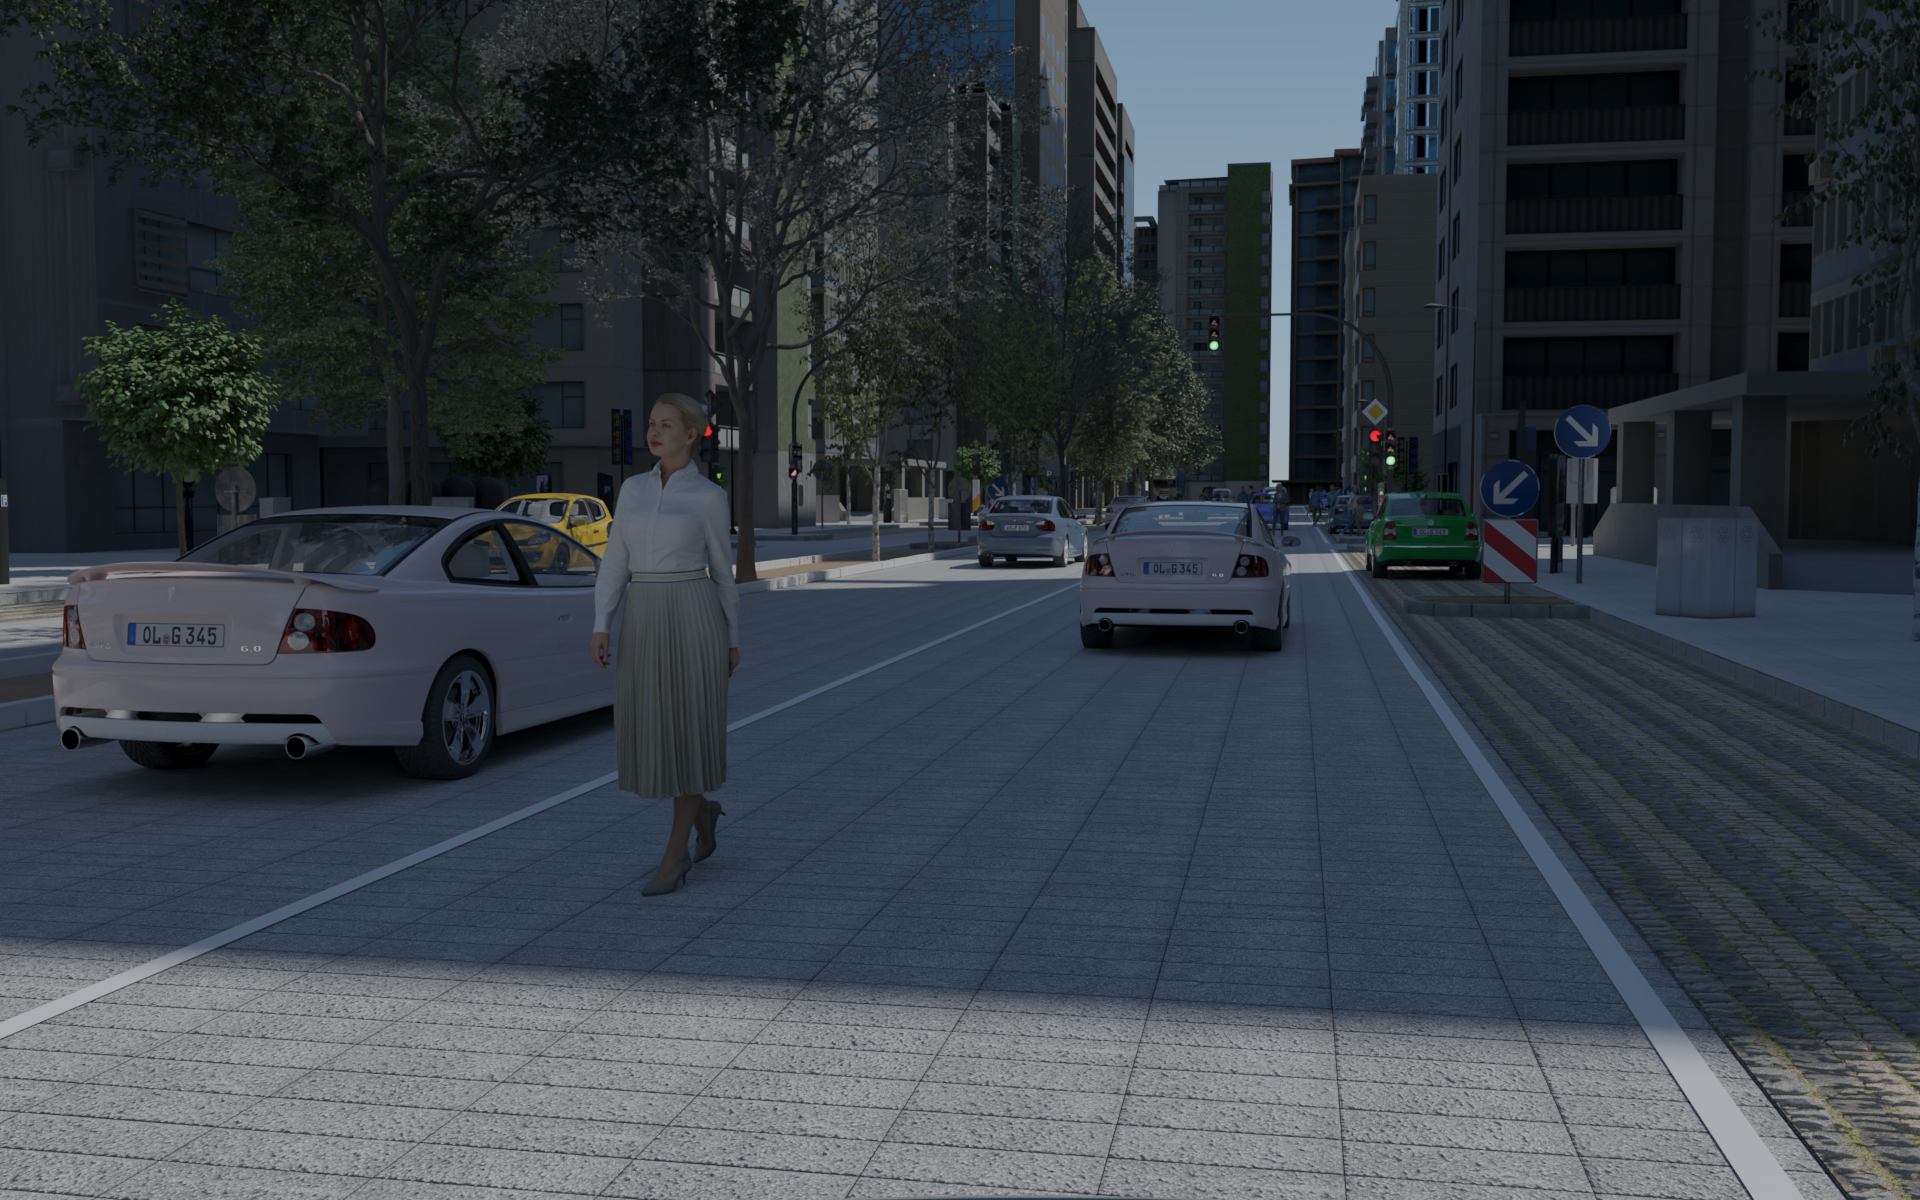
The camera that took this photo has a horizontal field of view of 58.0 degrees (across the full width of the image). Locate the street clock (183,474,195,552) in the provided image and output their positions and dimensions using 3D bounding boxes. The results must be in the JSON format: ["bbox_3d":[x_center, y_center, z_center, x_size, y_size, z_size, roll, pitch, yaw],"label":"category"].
[{"bbox_3d":[-17.226,-2.082,38.619,0.471,2.002,0.358,-3,5,-41],"label":"street clock"}]

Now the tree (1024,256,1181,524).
[{"bbox_3d":[6.514,-9.861,81.815,7.486,12.596,7.792,0,3,0],"label":"tree"}]

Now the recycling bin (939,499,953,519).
[{"bbox_3d":[-0.674,-4.670,88.902,0.722,1.027,0.722,1,4,14],"label":"recycling bin"}]

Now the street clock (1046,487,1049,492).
[{"bbox_3d":[6.175,-7.178,121.924,0.471,2.002,0.358,-2,4,-33],"label":"street clock"}]

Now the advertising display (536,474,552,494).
[{"bbox_3d":[-13.309,-3.069,55.398,0.123,1.923,0.974,-3,4,-37],"label":"advertising display"}]

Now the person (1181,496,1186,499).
[{"bbox_3d":[25.728,-11.770,200.881,1.348,1.831,0.705,-3,4,-37],"label":"person"}]

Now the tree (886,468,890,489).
[{"bbox_3d":[-4.470,-6.710,104.303,1.663,3.219,1.824,0,3,0],"label":"tree"}]

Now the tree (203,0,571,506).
[{"bbox_3d":[-12.267,-7.218,36.143,7.486,12.596,7.792,0,3,0],"label":"tree"}]

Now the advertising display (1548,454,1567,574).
[{"bbox_3d":[9.721,-1.405,28.182,0.123,1.923,0.974,2,4,28],"label":"advertising display"}]

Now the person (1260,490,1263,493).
[{"bbox_3d":[19.859,-6.405,114.052,0.563,1.720,0.643,2,4,32],"label":"person"}]

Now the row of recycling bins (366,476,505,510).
[{"bbox_3d":[-11.911,-1.991,39.665,1.069,1.692,3.534,3,4,36],"label":"row of recycling bins"}]

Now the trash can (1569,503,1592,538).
[{"bbox_3d":[18.262,-2.405,50.976,0.748,1.137,0.748,0,3,0],"label":"trash can"}]

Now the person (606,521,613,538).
[{"bbox_3d":[-2.880,-0.094,15.045,0.382,1.210,0.505,-3,5,-44],"label":"person"}]

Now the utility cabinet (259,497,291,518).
[{"bbox_3d":[-13.680,-1.434,34.610,0.306,1.237,1.020,0,4,-3],"label":"utility cabinet"}]

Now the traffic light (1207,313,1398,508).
[{"bbox_3d":[8.593,-4.201,43.356,4.771,5.953,1.251,1,4,11],"label":"traffic light"}]

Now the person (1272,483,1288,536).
[{"bbox_3d":[10.871,-3.068,58.850,0.537,1.800,0.526,2,4,33],"label":"person"}]

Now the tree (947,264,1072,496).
[{"bbox_3d":[1.534,-6.184,53.930,4.737,8.622,4.395,0,3,0],"label":"tree"}]

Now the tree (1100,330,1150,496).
[{"bbox_3d":[6.081,-7.528,75.897,4.360,8.622,3.978,0,3,0],"label":"tree"}]

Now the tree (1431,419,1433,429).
[{"bbox_3d":[27.093,-8.622,91.330,4.360,8.622,3.978,0,3,0],"label":"tree"}]

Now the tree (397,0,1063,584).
[{"bbox_3d":[-3.391,-6.981,26.960,12.009,13.543,11.850,0,3,0],"label":"tree"}]

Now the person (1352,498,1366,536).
[{"bbox_3d":[12.257,-2.476,53.247,0.475,1.303,0.640,-2,4,-25],"label":"person"}]

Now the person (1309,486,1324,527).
[{"bbox_3d":[15.560,-4.088,75.677,0.444,1.785,0.601,-3,5,-39],"label":"person"}]

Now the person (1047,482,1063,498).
[{"bbox_3d":[3.281,-3.186,60.397,0.655,1.846,0.447,2,4,31],"label":"person"}]

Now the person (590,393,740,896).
[{"bbox_3d":[-1.043,0.141,6.417,0.478,1.798,0.641,2,4,25],"label":"person"}]

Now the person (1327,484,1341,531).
[{"bbox_3d":[14.324,-3.524,66.135,0.660,1.820,0.620,2,4,30],"label":"person"}]

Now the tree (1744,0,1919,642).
[{"bbox_3d":[8.610,-3.946,14.877,4.360,8.622,3.978,0,3,0],"label":"tree"}]

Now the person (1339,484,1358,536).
[{"bbox_3d":[12.328,-2.796,54.894,0.598,1.740,0.731,1,4,10],"label":"person"}]

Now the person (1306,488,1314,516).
[{"bbox_3d":[22.946,-6.392,113.234,0.478,1.798,0.641,-3,5,-40],"label":"person"}]

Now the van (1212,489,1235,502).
[{"bbox_3d":[20.035,-7.677,132.533,2.013,2.044,4.112,1,4,10],"label":"van"}]

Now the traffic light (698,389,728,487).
[{"bbox_3d":[-6.682,-3.517,46.418,0.839,4.253,0.868,1,4,11],"label":"traffic light"}]

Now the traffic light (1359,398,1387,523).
[{"bbox_3d":[12.176,-3.793,50.943,0.839,4.253,0.868,1,4,11],"label":"traffic light"}]

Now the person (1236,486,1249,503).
[{"bbox_3d":[12.808,-4.257,78.445,0.601,1.785,0.444,1,4,15],"label":"person"}]

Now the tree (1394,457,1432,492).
[{"bbox_3d":[20.777,-5.219,79.928,1.663,3.219,1.824,0,3,0],"label":"tree"}]

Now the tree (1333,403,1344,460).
[{"bbox_3d":[29.778,-10.898,128.543,4.360,8.622,3.978,0,3,0],"label":"tree"}]

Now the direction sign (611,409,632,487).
[{"bbox_3d":[-9.022,-3.320,46.277,0.379,3.537,0.876,2,4,25],"label":"direction sign"}]

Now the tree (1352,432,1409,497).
[{"bbox_3d":[21.712,-6.433,88.890,4.285,4.588,4.351,0,3,0],"label":"tree"}]

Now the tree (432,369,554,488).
[{"bbox_3d":[-12.218,-3.787,45.633,4.285,4.588,4.351,0,3,0],"label":"tree"}]

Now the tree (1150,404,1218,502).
[{"bbox_3d":[12.727,-10.795,113.370,8.767,10.594,7.601,1,4,11],"label":"tree"}]

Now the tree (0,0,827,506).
[{"bbox_3d":[-5.170,-4.904,17.054,8.767,10.594,7.601,1,4,11],"label":"tree"}]

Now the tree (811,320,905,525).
[{"bbox_3d":[-4.482,-7.466,72.426,4.737,8.622,4.395,0,3,0],"label":"tree"}]

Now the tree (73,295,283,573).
[{"bbox_3d":[-12.957,-2.764,28.908,4.285,4.588,4.351,0,3,0],"label":"tree"}]

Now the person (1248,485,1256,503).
[{"bbox_3d":[12.987,-4.182,76.839,0.822,1.834,0.622,2,4,29],"label":"person"}]

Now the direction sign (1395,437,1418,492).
[{"bbox_3d":[17.718,-4.694,68.748,0.876,3.537,0.379,2,4,26],"label":"direction sign"}]

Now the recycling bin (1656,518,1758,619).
[{"bbox_3d":[7.847,-0.346,18.210,0.722,1.027,0.722,-2,4,-25],"label":"recycling bin"}]

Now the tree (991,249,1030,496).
[{"bbox_3d":[-0.669,-5.447,41.883,4.360,8.622,3.978,0,3,0],"label":"tree"}]

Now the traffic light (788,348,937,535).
[{"bbox_3d":[-3.100,-4.846,53.898,4.771,5.953,1.251,1,4,11],"label":"traffic light"}]

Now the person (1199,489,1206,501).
[{"bbox_3d":[20.010,-8.171,142.113,0.705,1.823,1.348,-2,4,-32],"label":"person"}]

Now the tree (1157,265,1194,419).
[{"bbox_3d":[3.983,-9.440,67.163,12.009,13.543,11.850,0,3,0],"label":"tree"}]

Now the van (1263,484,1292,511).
[{"bbox_3d":[17.971,-5.628,99.026,2.013,2.044,4.112,1,4,9],"label":"van"}]

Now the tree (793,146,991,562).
[{"bbox_3d":[-1.742,-5.112,36.394,4.360,8.622,3.978,0,3,0],"label":"tree"}]

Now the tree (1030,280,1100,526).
[{"bbox_3d":[2.469,-6.505,59.182,4.360,8.622,3.978,0,3,0],"label":"tree"}]

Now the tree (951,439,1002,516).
[{"bbox_3d":[1.028,-7.317,103.346,4.285,4.588,4.351,0,3,0],"label":"tree"}]

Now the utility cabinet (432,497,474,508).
[{"bbox_3d":[-10.939,-1.585,37.070,1.020,1.237,0.306,0,4,4],"label":"utility cabinet"}]

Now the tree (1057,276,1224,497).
[{"bbox_3d":[8.498,-10.444,90.221,9.611,12.733,9.660,0,3,0],"label":"tree"}]
